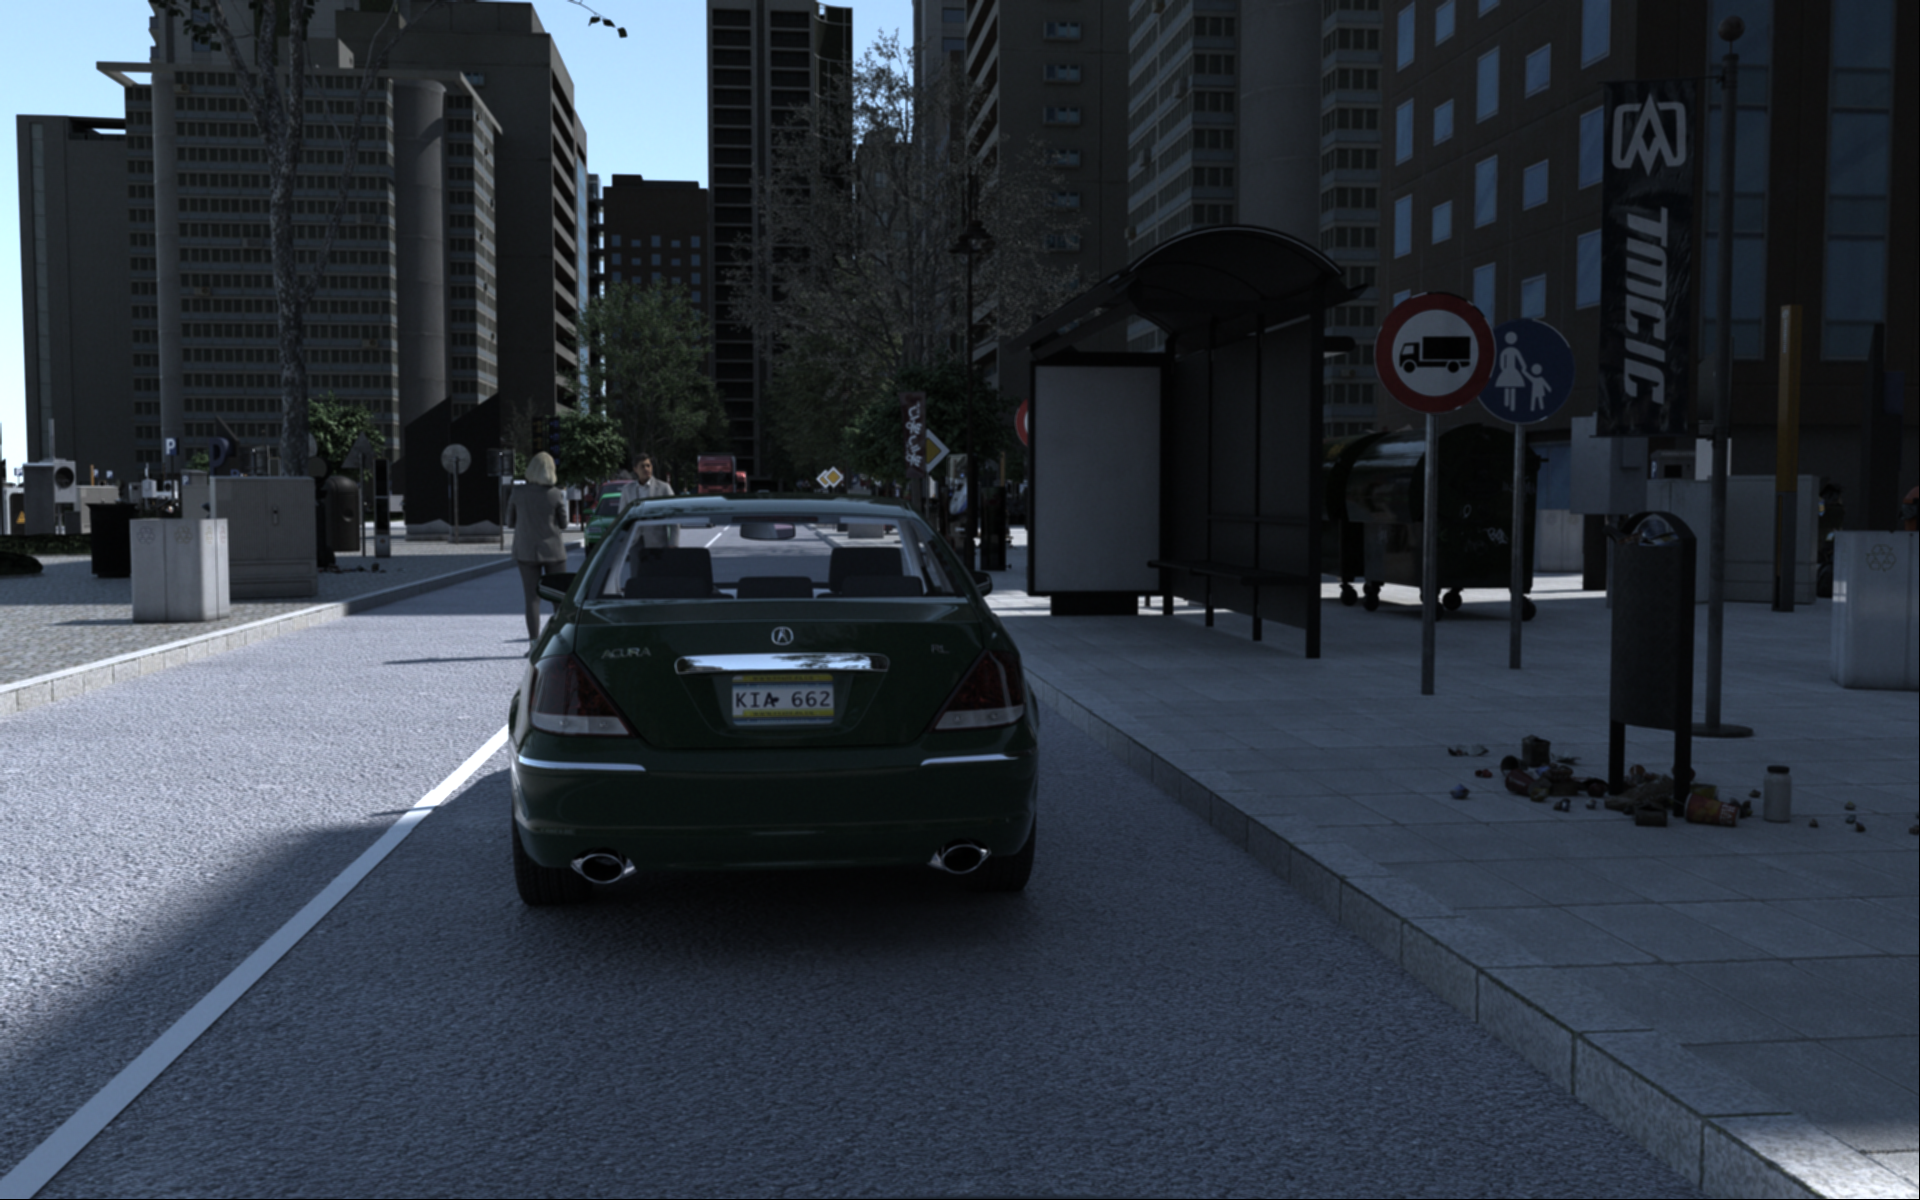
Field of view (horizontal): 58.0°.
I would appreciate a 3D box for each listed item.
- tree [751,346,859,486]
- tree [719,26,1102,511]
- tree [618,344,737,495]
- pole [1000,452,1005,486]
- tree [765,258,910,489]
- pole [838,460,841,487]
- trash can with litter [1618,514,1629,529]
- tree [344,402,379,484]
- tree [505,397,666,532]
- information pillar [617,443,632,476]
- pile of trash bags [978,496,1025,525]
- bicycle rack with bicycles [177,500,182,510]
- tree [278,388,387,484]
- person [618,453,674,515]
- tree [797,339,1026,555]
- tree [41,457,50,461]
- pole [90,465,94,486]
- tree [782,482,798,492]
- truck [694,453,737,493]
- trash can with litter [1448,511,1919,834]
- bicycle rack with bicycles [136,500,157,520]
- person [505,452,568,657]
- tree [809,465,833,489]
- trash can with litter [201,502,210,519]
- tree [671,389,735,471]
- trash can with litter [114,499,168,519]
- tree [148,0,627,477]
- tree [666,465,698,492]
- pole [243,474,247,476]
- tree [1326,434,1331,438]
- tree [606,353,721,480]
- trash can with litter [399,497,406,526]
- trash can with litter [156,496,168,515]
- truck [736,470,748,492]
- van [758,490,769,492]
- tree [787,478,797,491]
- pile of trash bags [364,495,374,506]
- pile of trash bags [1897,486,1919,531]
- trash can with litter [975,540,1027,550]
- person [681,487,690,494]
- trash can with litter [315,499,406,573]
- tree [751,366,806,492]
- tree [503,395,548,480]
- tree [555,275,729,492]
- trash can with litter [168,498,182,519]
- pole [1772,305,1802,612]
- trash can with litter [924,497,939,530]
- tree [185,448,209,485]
[{"bbox_3d":[-10.816,-13.005,129.641,9.611,12.733,9.660,0,3,0],"label":"tree"},{"bbox_3d":[-1.195,-8.266,45.514,12.009,13.543,11.850,0,3,0],"label":"tree"},{"bbox_3d":[-21.681,-13.106,131.294,9.611,12.733,9.660,0,3,0],"label":"tree"},{"bbox_3d":[2.054,-5.479,83.429,0.158,3.312,0.155,0,3,0],"label":"pole"},{"bbox_3d":[-5.244,-10.082,82.964,7.486,12.596,7.792,0,3,0],"label":"tree"},{"bbox_3d":[-6.998,-6.538,100.744,0.158,3.312,0.155,0,3,0],"label":"pole"},{"bbox_3d":[11.036,-1.072,28.910,1.055,1.170,0.624,-3,5,-43],"label":"trash can with litter"},{"bbox_3d":[-47.790,-11.428,137.215,4.737,8.622,4.395,0,3,0],"label":"tree"},{"bbox_3d":[-12.965,-4.604,58.982,4.285,4.588,4.351,0,3,0],"label":"tree"},{"bbox_3d":[-14.713,-5.146,75.496,0.504,3.616,0.183,-2,4,-34],"label":"information pillar"},{"bbox_3d":[2.646,-3.822,72.243,3.447,1.369,1.912,-1,4,-16],"label":"pile of trash bags"},{"bbox_3d":[-47.026,-5.468,102.784,2.852,0.926,2.925,-3,5,-43],"label":"bicycle rack with bicycles"},{"bbox_3d":[-19.492,-4.282,53.731,4.285,4.588,4.351,0,3,0],"label":"tree"},{"bbox_3d":[-3.139,-0.562,17.536,0.661,1.843,0.795,1,4,8],"label":"person"},{"bbox_3d":[-0.426,-3.242,36.725,4.285,4.588,4.351,0,3,0],"label":"tree"},{"bbox_3d":[-42.613,-5.318,81.554,1.663,3.219,1.824,0,3,0],"label":"tree"},{"bbox_3d":[-60.355,-7.747,120.511,0.158,3.312,0.155,0,3,0],"label":"pole"},{"bbox_3d":[-16.849,-13.891,177.472,4.360,8.622,3.978,0,3,0],"label":"tree"},{"bbox_3d":[-16.785,-8.002,119.751,2.839,4.237,11.283,0,4,-7],"label":"truck"},{"bbox_3d":[2.879,0.218,7.496,1.678,1.210,2.233,-1,4,-8],"label":"trash can with litter"},{"bbox_3d":[-40.704,-4.398,85.291,2.925,0.926,2.852,-1,4,-21],"label":"bicycle rack with bicycles"},{"bbox_3d":[-3.732,-0.406,15.321,0.537,1.800,0.526,0,4,-3],"label":"person"},{"bbox_3d":[-7.892,-6.376,98.841,1.663,3.219,1.824,0,3,0],"label":"tree"},{"bbox_3d":[-10.077,-0.786,24.239,1.055,1.170,0.624,0,4,-1],"label":"trash can with litter"},{"bbox_3d":[-25.239,-15.139,165.644,7.486,12.596,7.792,0,3,0],"label":"tree"},{"bbox_3d":[-19.299,-1.785,40.564,0.624,1.170,1.055,3,5,40],"label":"trash can with litter"},{"bbox_3d":[-9.653,-10.232,23.180,12.611,20.169,13.585,0,3,0],"label":"tree"},{"bbox_3d":[-24.380,-10.338,152.743,4.285,4.588,4.351,0,3,0],"label":"tree"},{"bbox_3d":[-36.499,-5.785,88.435,0.158,3.312,0.155,0,3,0],"label":"pole"},{"bbox_3d":[11.861,-3.739,55.733,1.663,3.219,1.824,0,3,0],"label":"tree"},{"bbox_3d":[-18.628,-10.611,107.906,8.767,10.594,7.601,1,4,11],"label":"tree"},{"bbox_3d":[-22.127,-3.592,70.121,0.624,1.170,1.055,2,4,28],"label":"trash can with litter"},{"bbox_3d":[-32.192,-3.634,70.479,2.233,1.210,1.678,1,4,13],"label":"trash can with litter"},{"bbox_3d":[-26.270,-13.078,202.743,2.839,4.237,11.283,0,4,-7],"label":"truck"},{"bbox_3d":[-21.267,-11.033,187.398,2.013,2.044,4.112,0,4,-8],"label":"van"},{"bbox_3d":[-14.112,-10.407,153.874,4.285,4.588,4.351,0,3,0],"label":"tree"},{"bbox_3d":[-45.072,-7.515,132.616,1.912,1.369,3.447,1,4,20],"label":"pile of trash bags"},{"bbox_3d":[10.416,-0.388,16.097,1.912,1.369,3.447,-2,4,-30],"label":"pile of trash bags"},{"bbox_3d":[0.836,-1.831,40.990,1.678,1.210,2.233,0,4,-4],"label":"trash can with litter"},{"bbox_3d":[-14.905,-5.237,94.136,0.660,1.820,0.620,-2,4,-24],"label":"person"},{"bbox_3d":[-10.267,-1.057,28.334,2.233,1.210,1.678,0,4,-7],"label":"trash can with litter"},{"bbox_3d":[-14.670,-15.675,162.935,9.857,13.997,8.962,0,3,0],"label":"tree"},{"bbox_3d":[-32.420,-10.915,128.822,4.360,8.622,3.978,0,3,0],"label":"tree"},{"bbox_3d":[-15.461,-9.616,82.982,9.928,11.665,9.643,0,3,0],"label":"tree"},{"bbox_3d":[-21.340,-2.131,46.227,1.055,1.170,0.624,1,4,11],"label":"trash can with litter"},{"bbox_3d":[8.981,-1.527,18.802,0.158,3.312,0.155,0,3,0],"label":"pole"},{"bbox_3d":[-1.106,-3.038,61.057,0.624,1.170,1.055,-1,4,-21],"label":"trash can with litter"},{"bbox_3d":[-53.357,-8.522,123.051,4.285,4.588,4.351,0,3,0],"label":"tree"}]
